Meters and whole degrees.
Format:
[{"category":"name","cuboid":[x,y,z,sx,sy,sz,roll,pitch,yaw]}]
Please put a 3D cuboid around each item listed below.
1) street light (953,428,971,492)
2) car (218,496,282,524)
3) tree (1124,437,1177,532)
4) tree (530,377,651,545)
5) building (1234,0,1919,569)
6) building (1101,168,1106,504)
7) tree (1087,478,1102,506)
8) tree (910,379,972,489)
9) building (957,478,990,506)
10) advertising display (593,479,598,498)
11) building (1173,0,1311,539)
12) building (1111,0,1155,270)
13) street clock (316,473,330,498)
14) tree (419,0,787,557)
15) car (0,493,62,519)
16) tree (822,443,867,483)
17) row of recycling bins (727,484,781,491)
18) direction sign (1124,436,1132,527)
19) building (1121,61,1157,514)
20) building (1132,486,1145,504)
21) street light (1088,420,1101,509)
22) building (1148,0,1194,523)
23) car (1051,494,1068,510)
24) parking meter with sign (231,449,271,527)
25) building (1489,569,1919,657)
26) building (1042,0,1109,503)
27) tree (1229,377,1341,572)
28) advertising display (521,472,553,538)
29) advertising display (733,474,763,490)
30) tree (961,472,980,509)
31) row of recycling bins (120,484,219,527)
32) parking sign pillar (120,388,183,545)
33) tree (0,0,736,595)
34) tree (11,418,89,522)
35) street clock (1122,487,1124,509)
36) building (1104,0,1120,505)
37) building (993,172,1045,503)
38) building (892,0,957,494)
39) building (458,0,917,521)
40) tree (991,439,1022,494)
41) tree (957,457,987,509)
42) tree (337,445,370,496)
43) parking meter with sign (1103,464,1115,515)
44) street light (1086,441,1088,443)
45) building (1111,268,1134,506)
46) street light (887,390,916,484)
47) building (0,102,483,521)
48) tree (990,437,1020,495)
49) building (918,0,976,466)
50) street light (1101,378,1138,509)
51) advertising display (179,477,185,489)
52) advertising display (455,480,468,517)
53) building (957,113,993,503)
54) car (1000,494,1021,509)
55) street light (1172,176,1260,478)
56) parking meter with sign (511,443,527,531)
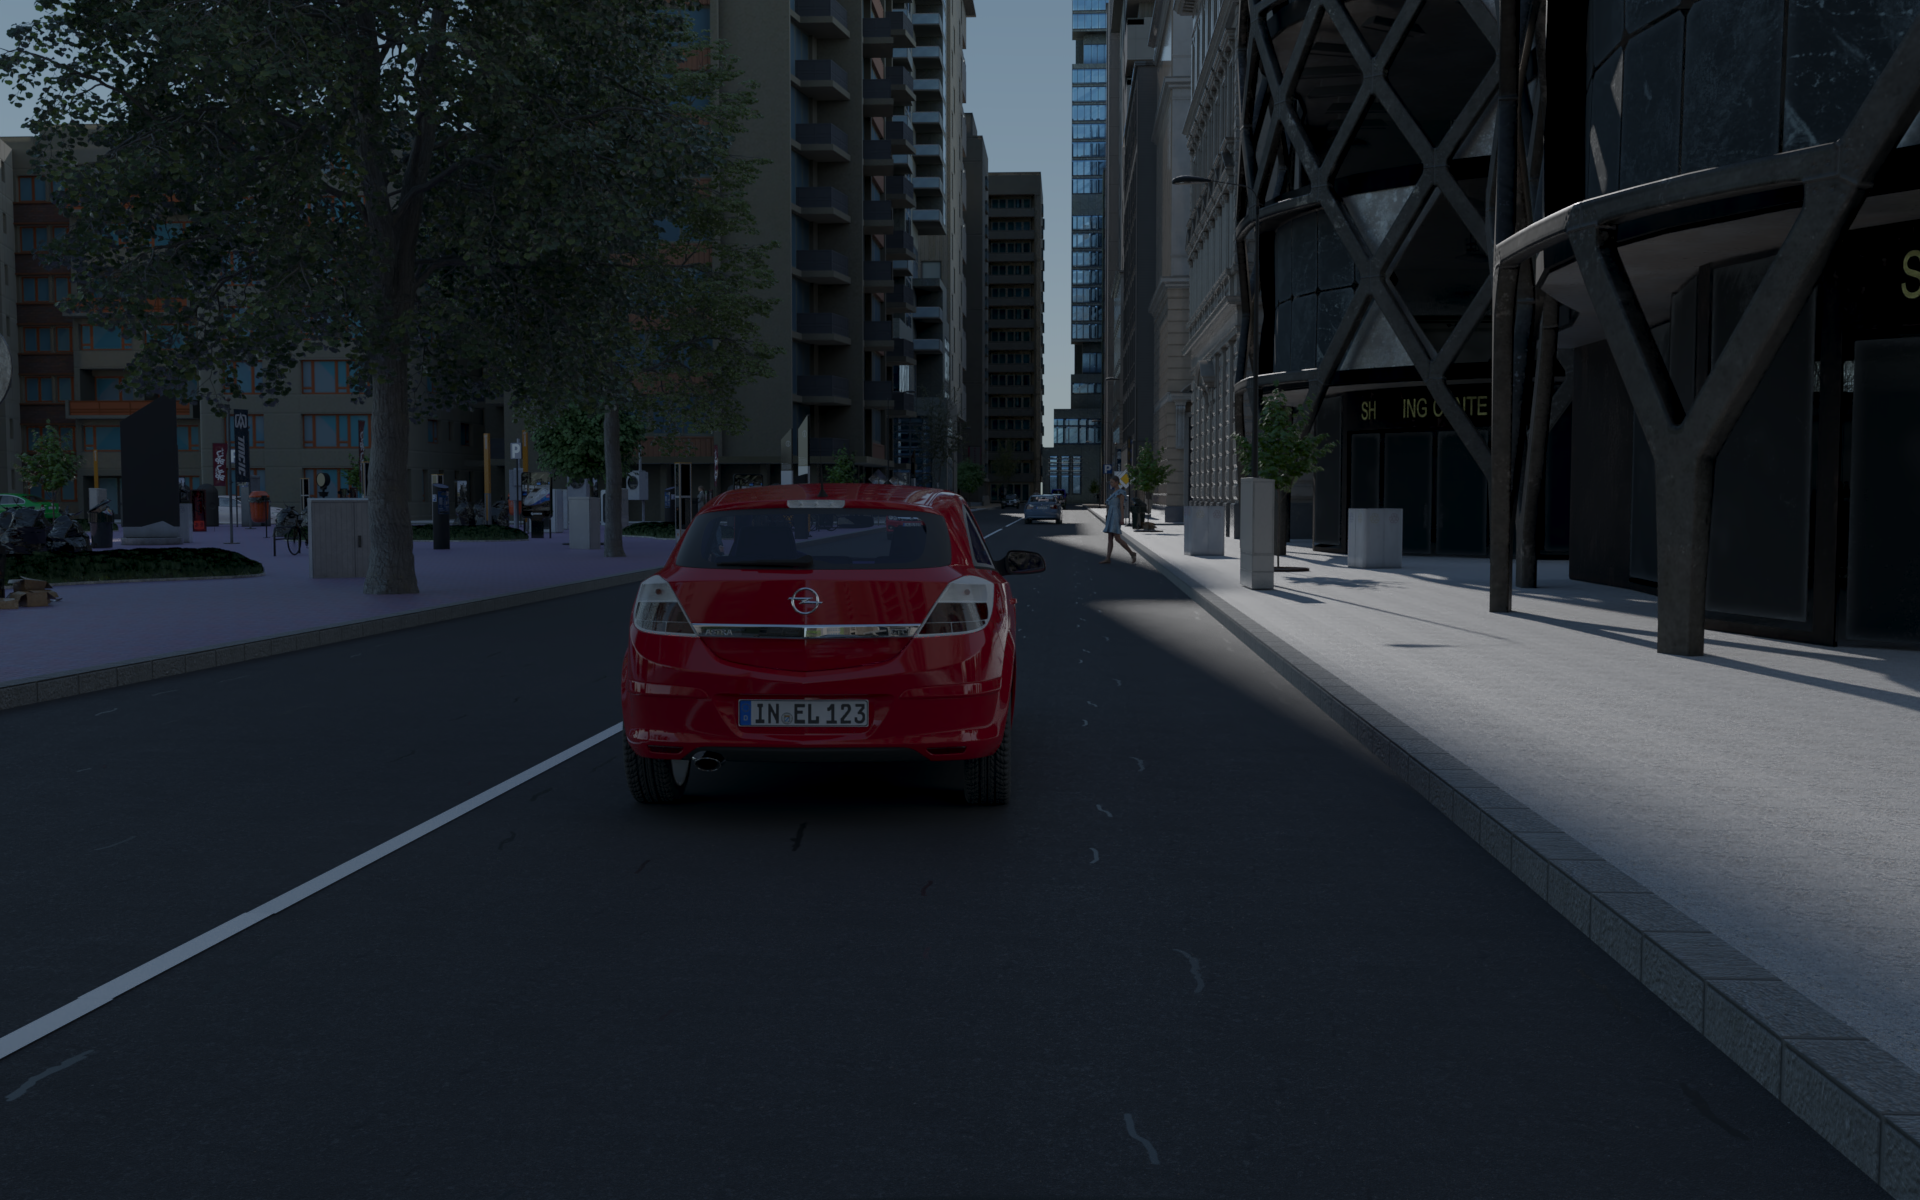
[{"category":"street light","cuboid":[0.058,-9.100,121.326,1.470,5.913,1.316,0,4,4]},{"category":"car","cuboid":[-31.280,-3.821,74.836,4.827,1.381,2.083,0,4,4]},{"category":"tree","cuboid":[6.251,-3.910,58.524,1.663,3.219,1.824,0,3,0]},{"category":"tree","cuboid":[-9.392,-3.677,43.837,4.285,4.588,4.351,0,3,0]},{"category":"building","cuboid":[14.683,-10.503,39.171,16.820,18.784,16.811,0,4,4]},{"category":"building","cuboid":[24.937,-32.757,219.166,14.154,41.232,14.086,0,4,4]},{"category":"tree","cuboid":[14.867,-12.152,193.278,1.663,3.219,1.824,0,3,0]},{"category":"tree","cuboid":[-1.358,-9.837,111.204,4.360,8.622,3.978,0,3,0]},{"category":"building","cuboid":[-13.071,-30.653,193.061,32.217,40.220,23.993,0,4,4]},{"category":"advertising display","cuboid":[-13.698,-3.574,63.641,0.123,1.923,0.974,3,4,36]},{"category":"building","cuboid":[13.151,-13.983,57.502,11.050,23.489,19.941,0,4,4]},{"category":"building","cuboid":[29.288,-35.449,168.831,28.713,52.752,27.495,0,4,4]},{"category":"street clock","cuboid":[-21.545,-3.308,58.649,0.471,2.002,0.358,2,4,32]},{"category":"tree","cuboid":[-7.510,-7.152,35.065,7.486,12.596,7.792,0,3,0]},{"category":"car","cuboid":[-42.755,-4.199,77.448,4.718,1.807,1.959,0,4,3]},{"category":"tree","cuboid":[-4.222,-4.293,64.789,1.663,3.219,1.824,0,3,0]},{"category":"row of recycling bins","cuboid":[-7.516,-3.695,67.529,3.534,1.692,1.069,-3,5,-45]},{"category":"direction sign","cuboid":[6.647,-4.644,67.933,0.379,3.537,0.876,1,4,15]},{"category":"building","cuboid":[17.022,-18.878,102.166,14.314,27.812,24.014,0,4,4]},{"category":"building","cuboid":[17.414,-15.867,124.059,10.561,19.102,19.286,0,4,4]},{"category":"street light","cuboid":[8.957,-8.339,108.882,1.470,5.913,1.316,0,4,4]},{"category":"building","cuboid":[19.304,-18.152,82.682,20.117,28.700,13.634,0,4,4]},{"category":"car","cuboid":[8.946,-9.188,160.010,2.009,1.686,4.222,0,4,3]},{"category":"parking meter with sign","cuboid":[-27.789,-4.382,67.900,0.543,3.016,1.738,1,4,18]},{"category":"building","cuboid":[13.782,-9.136,16.820,16.820,18.784,16.811,0,4,4]},{"category":"building","cuboid":[27.465,-57.050,245.441,31.000,86.520,22.319,0,4,4]},{"category":"tree","cuboid":[5.235,-2.104,29.000,1.663,3.219,1.824,0,3,0]},{"category":"advertising display","cuboid":[-12.273,-2.755,50.259,0.974,1.923,0.123,1,4,17]},{"category":"advertising display","cuboid":[-6.763,-3.065,55.324,0.974,1.923,0.123,-2,4,-24]},{"category":"tree","cuboid":[1.000,-9.413,148.496,1.663,3.219,1.824,0,3,0]},{"category":"row of recycling bins","cuboid":[-30.899,-3.708,67.736,3.534,1.692,1.069,-1,4,-19]},{"category":"parking sign pillar","cuboid":[-20.493,-3.385,43.821,1.447,3.967,1.447,-1,4,-21]},{"category":"tree","cuboid":[-7.303,-7.062,22.123,9.857,13.997,8.962,0,3,0]},{"category":"tree","cuboid":[-23.266,-3.028,44.113,1.663,3.219,1.824,0,3,0]},{"category":"street clock","cuboid":[7.452,-4.604,79.845,0.358,2.002,0.471,-1,4,-15]},{"category":"building","cuboid":[27.041,-40.040,196.652,21.231,58.520,28.212,0,4,4]},{"category":"building","cuboid":[1.185,-38.168,247.748,21.600,48.544,21.300,0,4,4]},{"category":"building","cuboid":[-11.032,-49.934,129.096,22.319,86.520,31.000,0,4,4]},{"category":"building","cuboid":[-14.020,-26.789,92.620,22.147,44.769,28.867,0,4,4]},{"category":"tree","cuboid":[6.204,-16.914,226.903,4.360,8.622,3.978,0,3,0]},{"category":"tree","cuboid":[0.706,-10.263,151.506,4.285,4.588,4.351,0,3,0]},{"category":"tree","cuboid":[-23.452,-4.513,68.389,1.663,3.219,1.824,0,3,0]},{"category":"parking meter with sign","cuboid":[8.758,-6.389,100.724,0.543,3.016,1.738,0,4,-8]},{"category":"street light","cuboid":[11.748,-10.985,152.140,1.470,5.913,1.316,0,4,4]},{"category":"building","cuboid":[17.525,-17.959,142.772,9.793,20.994,18.267,0,4,4]},{"category":"street light","cuboid":[-2.679,-6.428,77.644,1.470,5.913,1.316,0,4,4]},{"category":"building","cuboid":[-40.170,-15.252,94.407,28.899,21.520,27.650,0,4,4]},{"category":"tree","cuboid":[5.674,-16.513,220.346,4.737,8.622,4.395,0,3,0]},{"category":"building","cuboid":[-13.396,-35.327,166.838,28.713,52.752,27.495,0,4,4]},{"category":"street light","cuboid":[6.505,-5.911,69.181,1.470,5.913,1.316,0,4,4]},{"category":"advertising display","cuboid":[-28.818,-3.593,63.959,0.123,1.923,0.974,0,4,-6]},{"category":"advertising display","cuboid":[-22.646,-4.492,78.657,0.123,1.923,0.974,1,4,12]},{"category":"building","cuboid":[-7.449,-36.329,217.680,21.600,48.544,21.300,0,4,4]},{"category":"car","cuboid":[4.868,-9.643,167.447,2.009,1.686,4.222,0,4,3]},{"category":"street light","cuboid":[3.790,-3.233,25.400,1.470,5.913,1.316,0,4,4]},{"category":"parking meter with sign","cuboid":[-14.582,-3.874,59.606,0.543,3.016,1.738,2,4,35]}]
